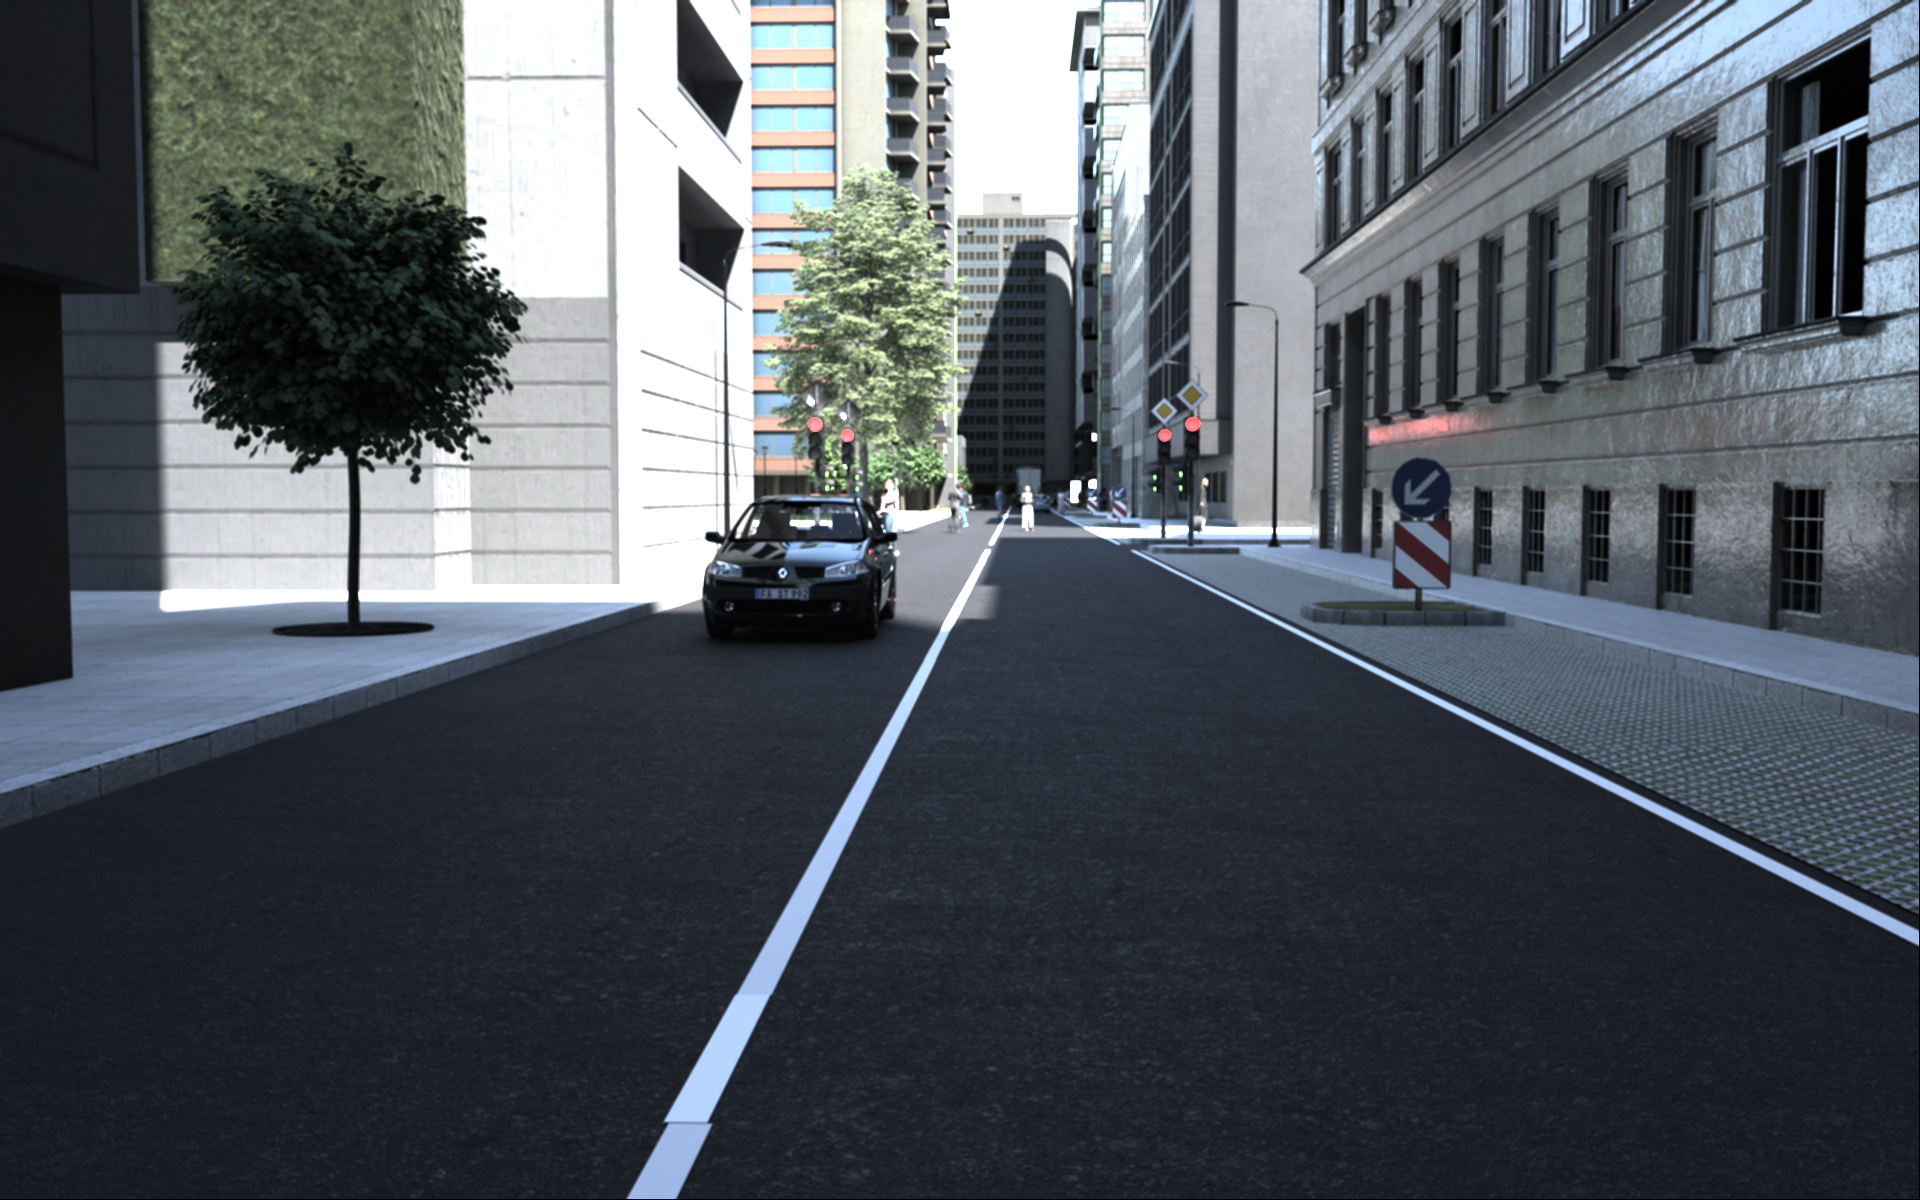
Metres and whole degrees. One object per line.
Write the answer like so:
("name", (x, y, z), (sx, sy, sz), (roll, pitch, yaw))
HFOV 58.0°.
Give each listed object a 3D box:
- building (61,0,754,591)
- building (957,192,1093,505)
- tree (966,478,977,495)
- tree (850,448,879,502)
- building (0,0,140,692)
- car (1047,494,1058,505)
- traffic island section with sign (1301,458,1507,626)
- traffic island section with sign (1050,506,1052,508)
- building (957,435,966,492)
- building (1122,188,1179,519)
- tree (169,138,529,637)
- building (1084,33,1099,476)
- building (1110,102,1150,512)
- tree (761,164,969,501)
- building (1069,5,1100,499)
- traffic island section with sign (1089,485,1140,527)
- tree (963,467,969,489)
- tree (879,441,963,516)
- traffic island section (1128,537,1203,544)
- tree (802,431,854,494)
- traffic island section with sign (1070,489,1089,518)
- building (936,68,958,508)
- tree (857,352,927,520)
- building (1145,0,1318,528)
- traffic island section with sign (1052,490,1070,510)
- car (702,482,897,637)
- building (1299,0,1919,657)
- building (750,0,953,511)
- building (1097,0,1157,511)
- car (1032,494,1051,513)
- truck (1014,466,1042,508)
("building", (-18.564, -29.933, 31.408), (28.212, 58.520, 21.231), (0, 4, 2))
("building", (5.455, -32.635, 225.459), (23.993, 40.220, 32.217), (0, 4, 2))
("tree", (1.020, -12.756, 203.161), (1.663, 3.219, 1.824), (0, 3, 0))
("tree", (-4.644, -8.065, 115.576), (4.285, 4.588, 4.351), (0, 3, 0))
("building", (-12.960, -21.659, 4.238), (14.600, 45.320, 14.200), (0, 4, 2))
("car", (10.591, -11.479, 196.483), (1.959, 1.807, 4.718), (0, 3, 0))
("traffic island section with sign", (4.941, -0.673, 19.637), (1.989, 1.847, 2.006), (0, 4, 2))
("traffic island section with sign", (10.256, -10.467, 179.763), (1.989, 1.847, 2.006), (0, 4, 2))
("building", (-15.190, -53.591, 188.889), (31.000, 86.520, 22.319), (0, 4, 2))
("building", (14.788, -14.785, 96.485), (10.420, 20.320, 16.860), (0, 4, 2))
("tree", (-5.669, -1.978, 16.059), (4.285, 4.588, 4.351), (0, 3, 0))
("building", (23.625, -32.901, 157.541), (23.786, 49.044, 30.456), (0, 4, 2))
("building", (16.521, -18.143, 114.664), (12.078, 24.808, 19.932), (0, 4, 2))
("tree", (-3.013, -8.674, 59.942), (7.486, 12.596, 7.792), (0, 3, 0))
("building", (26.366, -36.516, 186.274), (28.713, 52.752, 27.495), (0, 4, 2))
("traffic island section with sign", (6.784, -4.085, 75.424), (1.989, 1.847, 2.006), (0, 4, 2))
("tree", (-0.556, -11.610, 173.544), (4.285, 4.588, 4.351), (0, 3, 0))
("tree", (-2.318, -7.156, 100.715), (4.285, 4.588, 4.351), (0, 3, 0))
("traffic island section", (5.952, -1.727, 50.524), (2.009, 0.180, 2.903), (0, 4, 2))
("tree", (-4.063, -3.604, 53.522), (1.663, 3.219, 1.824), (0, 3, 0))
("traffic island section with sign", (7.699, -5.765, 102.885), (1.989, 1.847, 2.006), (0, 4, 2))
("building", (-7.533, -29.243, 161.711), (14.154, 41.232, 14.086), (0, 4, 2))
("tree", (-3.260, -8.334, 86.619), (4.360, 8.622, 3.978), (0, 3, 0))
("building", (16.117, -17.266, 75.803), (14.314, 27.812, 24.014), (0, 4, 2))
("traffic island section with sign", (9.339, -8.791, 152.359), (1.989, 1.847, 2.006), (0, 4, 2))
("car", (-1.637, -0.537, 18.566), (2.009, 1.686, 4.222), (0, 4, 2))
("building", (15.267, -11.837, 26.814), (16.112, 22.955, 30.059), (0, 4, 2))
("building", (-11.943, -29.701, 140.238), (22.147, 44.769, 28.867), (0, 4, 2))
("building", (17.802, -27.654, 135.731), (14.154, 41.232, 14.086), (0, 4, 2))
("car", (5.827, -7.185, 129.484), (2.014, 1.417, 4.499), (0, 3, 0))
("truck", (7.163, -11.777, 181.459), (2.839, 4.237, 11.283), (0, 4, 1))
